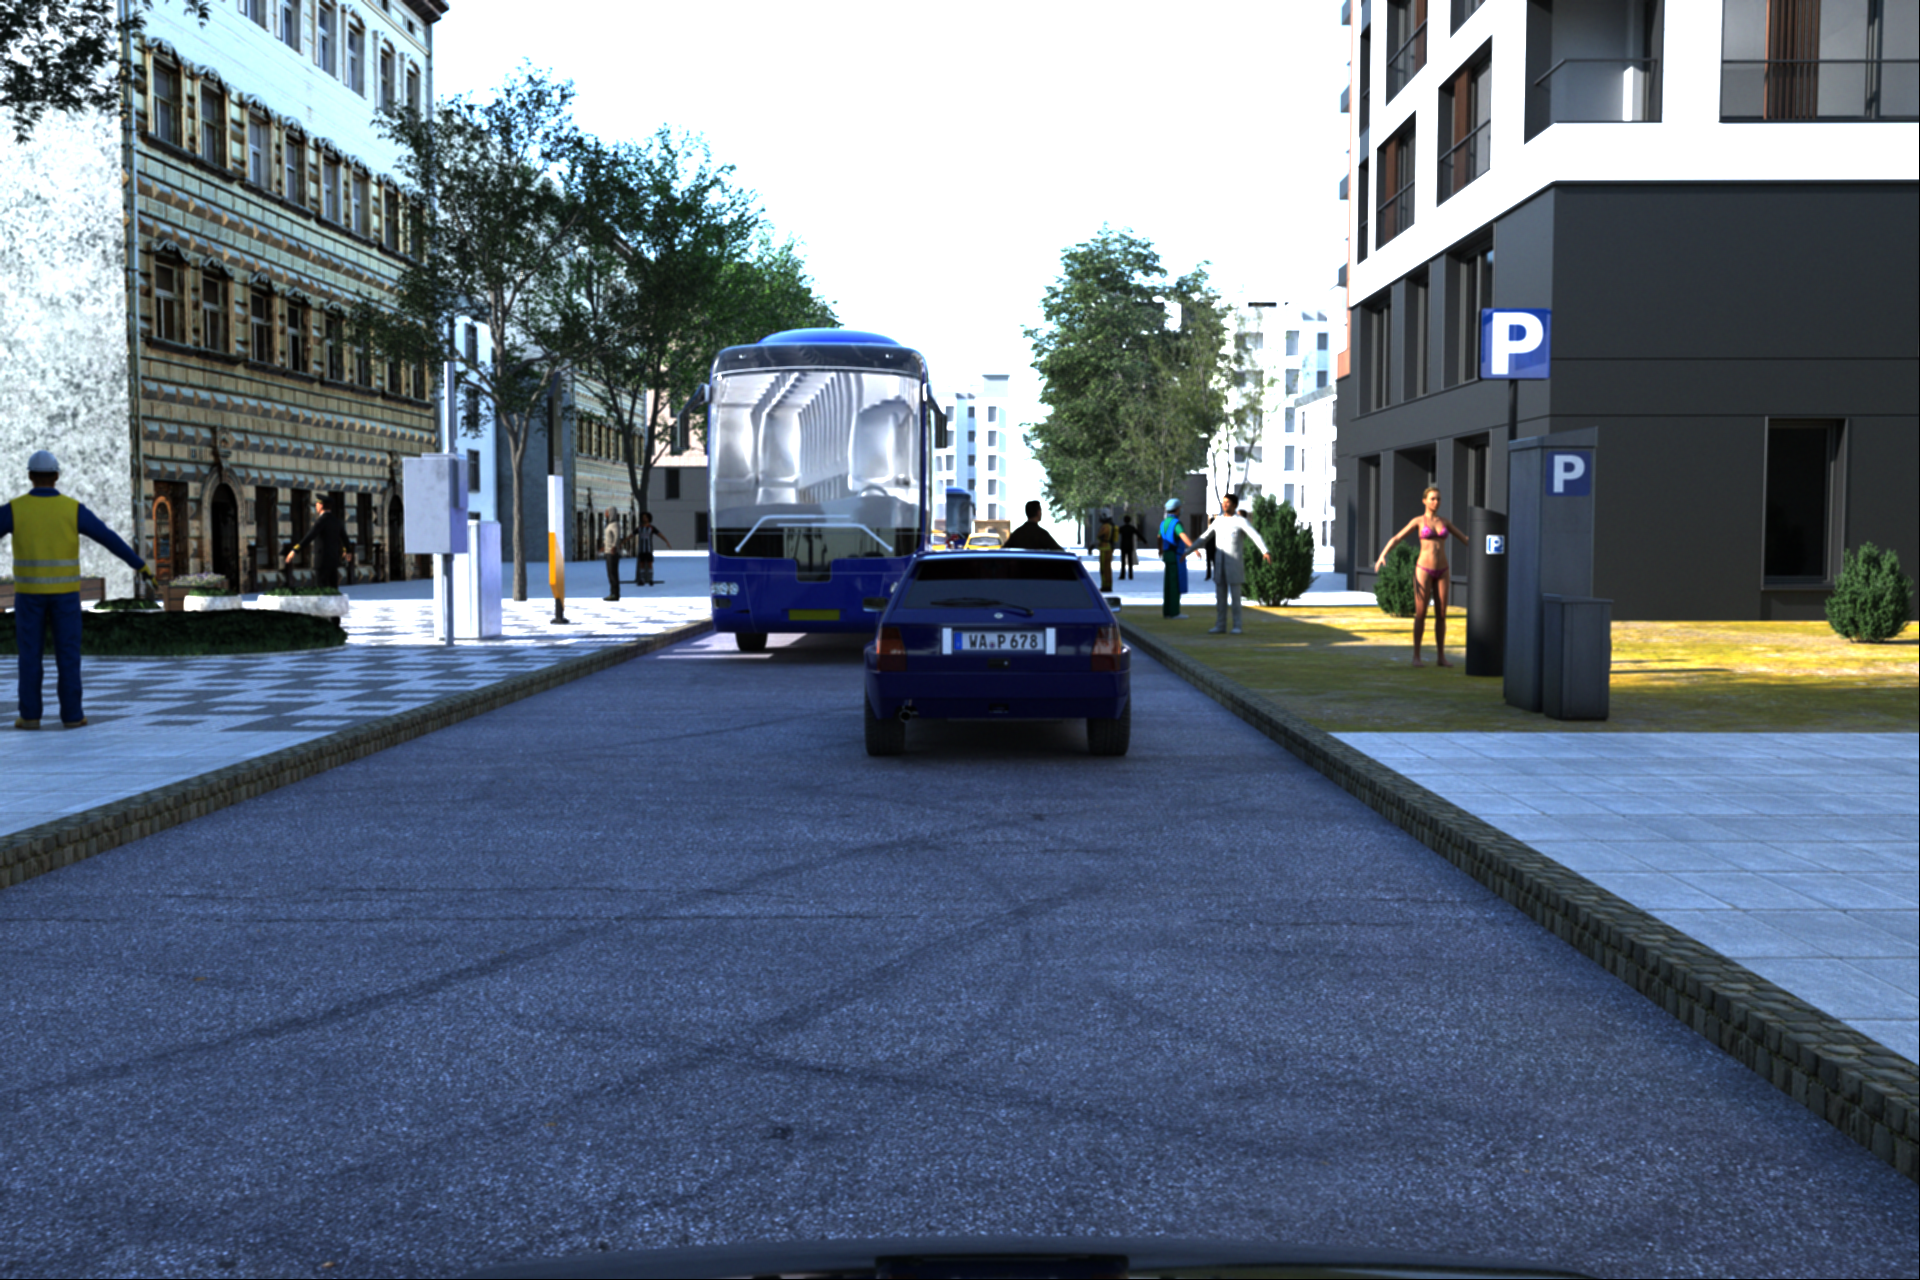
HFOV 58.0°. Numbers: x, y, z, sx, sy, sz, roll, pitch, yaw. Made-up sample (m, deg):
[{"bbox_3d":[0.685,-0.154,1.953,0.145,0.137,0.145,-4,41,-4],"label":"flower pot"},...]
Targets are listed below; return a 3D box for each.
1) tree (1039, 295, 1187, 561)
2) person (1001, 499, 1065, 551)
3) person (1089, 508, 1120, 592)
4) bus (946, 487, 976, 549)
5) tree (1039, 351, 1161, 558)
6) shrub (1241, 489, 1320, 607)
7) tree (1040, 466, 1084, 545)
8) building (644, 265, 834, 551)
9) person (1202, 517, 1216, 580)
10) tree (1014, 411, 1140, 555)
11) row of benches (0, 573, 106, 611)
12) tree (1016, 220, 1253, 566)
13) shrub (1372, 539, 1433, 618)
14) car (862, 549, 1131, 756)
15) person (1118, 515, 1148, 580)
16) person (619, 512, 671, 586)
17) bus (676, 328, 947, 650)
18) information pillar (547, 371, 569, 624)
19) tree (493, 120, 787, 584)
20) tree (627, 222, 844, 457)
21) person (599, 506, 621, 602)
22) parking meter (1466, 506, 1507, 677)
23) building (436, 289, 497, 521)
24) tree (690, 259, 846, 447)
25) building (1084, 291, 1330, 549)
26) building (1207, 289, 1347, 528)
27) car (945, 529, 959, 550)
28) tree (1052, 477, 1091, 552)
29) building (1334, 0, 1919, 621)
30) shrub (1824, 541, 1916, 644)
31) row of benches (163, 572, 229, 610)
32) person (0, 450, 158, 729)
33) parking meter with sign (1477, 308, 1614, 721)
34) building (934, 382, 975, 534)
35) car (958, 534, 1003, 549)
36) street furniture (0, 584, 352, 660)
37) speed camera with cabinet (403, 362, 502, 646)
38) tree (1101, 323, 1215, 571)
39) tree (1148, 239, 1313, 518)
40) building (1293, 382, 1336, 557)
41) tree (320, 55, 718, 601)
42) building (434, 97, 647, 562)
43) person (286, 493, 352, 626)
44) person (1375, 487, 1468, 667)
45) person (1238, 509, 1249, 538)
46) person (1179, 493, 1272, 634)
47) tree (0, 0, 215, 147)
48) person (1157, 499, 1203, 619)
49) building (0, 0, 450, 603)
[{"bbox_3d":[7.363,-10.035,82.204,7.486,12.596,7.792,0,3,0],"label":"tree"},{"bbox_3d":[0.829,-0.646,19.163,1.346,1.812,0.704,3,5,43],"label":"person"},{"bbox_3d":[3.195,-1.985,38.220,0.705,1.858,1.354,2,4,26],"label":"person"},{"bbox_3d":[-0.580,-6.223,93.287,2.896,3.916,12.251,0,4,0],"label":"bus"},{"bbox_3d":[7.897,-10.247,93.290,9.928,11.665,9.643,0,3,0],"label":"tree"},{"bbox_3d":[5.513,-1.628,30.652,1.661,2.075,1.752,0,3,0],"label":"shrub"},{"bbox_3d":[14.310,-18.314,206.090,9.857,13.997,8.962,0,3,0],"label":"tree"},{"bbox_3d":[-25.973,-18.536,147.035,27.936,21.610,32.646,0,4,1],"label":"building"},{"bbox_3d":[6.922,-2.522,47.951,1.216,1.740,0.721,-2,4,-32],"label":"person"},{"bbox_3d":[7.731,-10.492,105.958,7.601,10.594,8.767,3,5,42],"label":"tree"},{"bbox_3d":[-14.655,-0.727,27.354,1.422,0.672,4.104,0,4,-5],"label":"row of benches"},{"bbox_3d":[6.927,-9.996,70.092,9.857,13.997,8.962,0,3,0],"label":"tree"},{"bbox_3d":[6.830,-0.951,26.660,1.383,1.207,1.383,0,3,0],"label":"shrub"},{"bbox_3d":[0.239,0.002,12.546,1.945,1.354,3.894,0,3,0],"label":"car"},{"bbox_3d":[4.699,-2.612,48.898,1.347,1.806,0.705,-1,4,-13],"label":"person"},{"bbox_3d":[-7.799,-2.252,42.970,1.345,1.843,0.704,0,4,8],"label":"person"},{"bbox_3d":[-1.548,-2.018,24.541,2.896,3.916,12.251,0,4,0],"label":"bus"},{"bbox_3d":[-5.756,-2.039,24.686,0.183,3.616,0.504,0,4,2],"label":"information pillar"},{"bbox_3d":[-8.349,-7.281,44.793,9.928,11.665,9.643,0,3,0],"label":"tree"},{"bbox_3d":[-7.659,-8.069,57.685,9.928,11.665,9.643,0,3,0],"label":"tree"},{"bbox_3d":[-6.665,-1.648,33.079,0.705,1.813,1.348,-1,4,-22],"label":"person"},{"bbox_3d":[4.792,-0.446,15.707,0.372,1.533,0.369,0,3,0],"label":"parking meter"},{"bbox_3d":[-21.884,-7.506,64.877,9.099,9.664,28.070,0,4,1],"label":"building"},{"bbox_3d":[-8.017,-10.564,79.375,9.857,13.997,8.962,0,3,0],"label":"tree"},{"bbox_3d":[25.421,-19.469,162.296,27.936,21.610,32.646,0,4,0],"label":"building"},{"bbox_3d":[25.494,-17.415,141.162,16.016,20.090,11.380,0,4,1],"label":"building"},{"bbox_3d":[-1.167,-2.464,48.954,2.281,1.827,5.304,0,4,1],"label":"car"},{"bbox_3d":[7.325,-10.253,117.994,4.360,8.622,3.978,0,3,0],"label":"tree"},{"bbox_3d":[22.770,-12.044,40.889,27.936,21.610,32.646,0,4,1],"label":"building"},{"bbox_3d":[10.689,-0.565,20.352,1.383,1.207,1.383,0,3,0],"label":"shrub"},{"bbox_3d":[-11.616,-0.672,26.447,1.422,0.672,4.104,-1,4,-19],"label":"row of benches"},{"bbox_3d":[-6.058,-0.338,11.494,1.349,1.833,0.705,-2,4,-29],"label":"person"},{"bbox_3d":[4.295,-1.002,12.642,0.543,3.016,1.738,0,4,-1],"label":"parking meter with sign"},{"bbox_3d":[-5.108,-21.399,208.747,11.380,20.090,16.016,0,4,7],"label":"building"},{"bbox_3d":[0.927,-3.444,66.526,2.015,1.641,3.980,0,3,0],"label":"car"},{"bbox_3d":[-11.927,-0.240,19.557,10.072,0.657,5.734,0,4,-6],"label":"street furniture"},{"bbox_3d":[-6.048,-1.612,20.687,0.660,3.252,2.038,0,4,1],"label":"speed camera with cabinet"},{"bbox_3d":[7.212,-6.726,60.329,4.360,8.622,3.978,0,3,0],"label":"tree"},{"bbox_3d":[6.657,-5.713,43.770,4.360,8.622,3.978,0,3,0],"label":"tree"},{"bbox_3d":[25.255,-9.274,93.776,9.099,9.664,28.070,0,3,0],"label":"building"},{"bbox_3d":[-8.265,-6.037,33.116,8.767,10.594,7.601,1,4,22],"label":"tree"},{"bbox_3d":[-26.864,-15.710,87.783,19.493,23.208,18.063,0,4,0],"label":"building"},{"bbox_3d":[-8.700,-1.086,23.699,0.705,1.837,1.347,1,4,16],"label":"person"},{"bbox_3d":[4.587,-0.608,16.738,1.217,1.733,0.721,0,4,-8],"label":"person"},{"bbox_3d":[6.050,-1.909,37.345,0.704,1.812,1.346,2,4,31],"label":"person"},{"bbox_3d":[3.448,-0.985,22.289,1.347,1.806,0.705,3,5,39],"label":"person"},{"bbox_3d":[-8.394,-4.652,10.467,8.767,10.594,7.601,1,4,18],"label":"tree"},{"bbox_3d":[3.268,-1.230,26.245,0.704,1.817,1.347,-1,4,-20],"label":"person"},{"bbox_3d":[-24.460,-12.842,40.891,19.493,23.208,18.063,0,4,1],"label":"building"}]
